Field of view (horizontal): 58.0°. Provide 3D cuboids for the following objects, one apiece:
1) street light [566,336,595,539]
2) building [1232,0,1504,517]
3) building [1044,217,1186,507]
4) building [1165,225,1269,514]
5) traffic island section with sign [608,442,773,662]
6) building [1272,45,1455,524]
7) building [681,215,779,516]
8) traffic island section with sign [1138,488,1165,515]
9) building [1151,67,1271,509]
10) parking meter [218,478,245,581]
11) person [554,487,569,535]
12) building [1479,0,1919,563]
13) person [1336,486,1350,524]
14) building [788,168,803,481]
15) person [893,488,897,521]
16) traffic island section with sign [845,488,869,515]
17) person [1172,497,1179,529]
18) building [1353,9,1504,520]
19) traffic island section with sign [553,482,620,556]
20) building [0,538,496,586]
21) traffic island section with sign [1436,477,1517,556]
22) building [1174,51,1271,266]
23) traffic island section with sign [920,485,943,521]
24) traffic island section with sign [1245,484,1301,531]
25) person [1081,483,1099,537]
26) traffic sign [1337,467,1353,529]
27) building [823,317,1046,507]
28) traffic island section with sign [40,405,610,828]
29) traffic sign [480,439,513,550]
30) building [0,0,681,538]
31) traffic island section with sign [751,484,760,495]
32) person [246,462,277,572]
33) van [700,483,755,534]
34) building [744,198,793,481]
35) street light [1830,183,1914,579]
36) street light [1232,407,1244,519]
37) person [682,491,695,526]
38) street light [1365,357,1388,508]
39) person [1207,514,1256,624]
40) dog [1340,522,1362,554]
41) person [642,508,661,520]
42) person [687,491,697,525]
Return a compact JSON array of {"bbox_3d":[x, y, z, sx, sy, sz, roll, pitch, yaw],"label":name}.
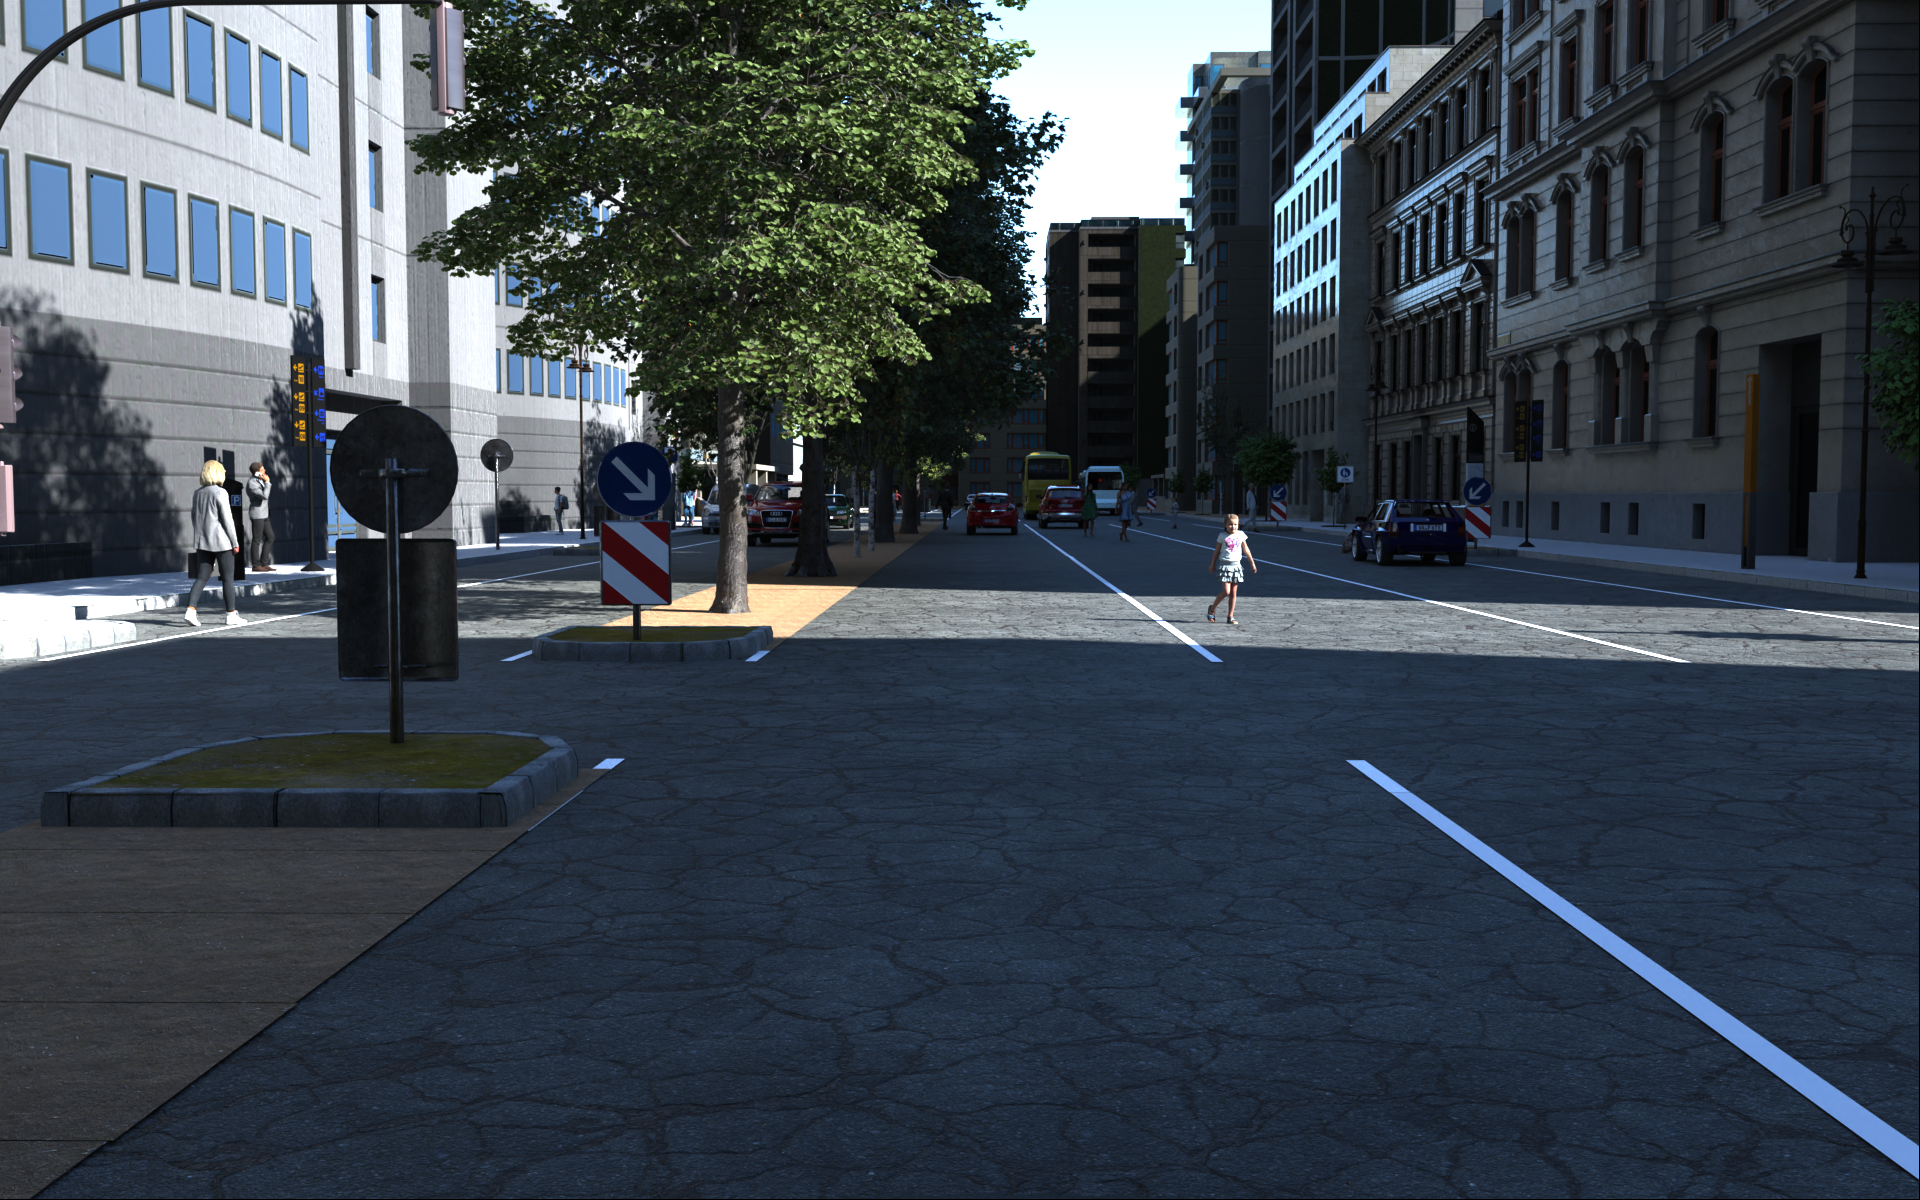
[{"bbox_3d":[-10.779,-4.681,49.325,0.468,5.910,1.993,0,4,1],"label":"street light"},{"bbox_3d":[27.703,-40.462,99.803,20.563,71.187,20.611,0,4,1],"label":"building"},{"bbox_3d":[16.126,-25.168,183.205,14.107,30.474,14.160,0,4,1],"label":"building"},{"bbox_3d":[30.358,-17.184,125.996,27.650,21.520,28.899,0,4,1],"label":"building"},{"bbox_3d":[-2.819,-0.465,15.740,2.006,1.907,1.989,0,4,1],"label":"traffic island section with sign"},{"bbox_3d":[21.564,-13.935,82.595,10.420,20.320,16.860,0,4,1],"label":"building"},{"bbox_3d":[-27.728,-25.212,104.094,32.217,40.220,23.993,0,4,1],"label":"building"},{"bbox_3d":[12.835,-6.673,117.732,1.989,1.847,2.006,0,4,1],"label":"traffic island section with sign"},{"bbox_3d":[33.552,-28.142,152.004,32.217,40.220,23.993,0,4,1],"label":"building"},{"bbox_3d":[-10.844,-1.060,25.742,0.372,1.533,0.369,0,3,0],"label":"parking meter"},{"bbox_3d":[-12.585,-2.800,54.414,0.503,1.515,0.523,2,4,32],"label":"person"},{"bbox_3d":[22.767,-15.610,42.606,14.401,28.519,23.554,0,4,1],"label":"building"},{"bbox_3d":[16.385,-4.149,73.977,0.635,1.810,0.391,-2,4,-31],"label":"person"},{"bbox_3d":[-25.923,-34.320,150.378,27.495,52.752,28.713,0,4,1],"label":"building"},{"bbox_3d":[-3.569,-4.989,90.640,0.524,1.755,0.480,-1,4,-13],"label":"person"},{"bbox_3d":[-7.479,-6.721,118.514,1.989,1.847,2.006,0,4,1],"label":"traffic island section with sign"},{"bbox_3d":[8.902,-3.615,71.878,0.394,1.301,0.425,-3,4,-39],"label":"person"},{"bbox_3d":[21.928,-12.230,64.586,10.561,19.102,19.286,0,4,1],"label":"building"},{"bbox_3d":[-8.465,-1.993,41.208,1.989,1.847,2.006,0,4,1],"label":"traffic island section with sign"},{"bbox_3d":[-22.899,-29.867,30.326,21.231,58.520,28.212,0,4,1],"label":"building"},{"bbox_3d":[11.841,-1.965,40.753,1.989,1.847,2.006,0,4,1],"label":"traffic island section with sign"},{"bbox_3d":[38.475,-34.748,187.741,30.456,49.044,23.786,0,4,1],"label":"building"},{"bbox_3d":[-1.865,-5.060,90.872,2.006,1.907,1.989,0,4,1],"label":"traffic island section with sign"},{"bbox_3d":[12.201,-3.613,67.706,1.989,1.847,2.006,0,4,1],"label":"traffic island section with sign"},{"bbox_3d":[4.359,-3.035,58.377,0.600,1.795,0.529,-1,4,-21],"label":"person"},{"bbox_3d":[14.079,-3.744,63.338,0.606,2.300,0.079,1,4,9],"label":"traffic sign"},{"bbox_3d":[-5.460,-21.146,190.783,28.899,21.520,27.650,0,4,1],"label":"building"},{"bbox_3d":[-2.924,-0.012,8.333,2.006,1.907,1.989,0,4,1],"label":"traffic island section with sign"},{"bbox_3d":[-10.657,-2.431,39.860,0.768,2.556,0.104,0,4,2],"label":"traffic sign"},{"bbox_3d":[-23.882,-32.079,66.486,21.231,58.520,28.212,0,4,1],"label":"building"},{"bbox_3d":[-8.122,-3.641,68.161,1.989,1.847,2.006,0,4,1],"label":"traffic island section with sign"},{"bbox_3d":[-11.543,-1.370,28.621,0.473,1.802,0.592,0,4,1],"label":"person"},{"bbox_3d":[-8.405,-3.447,63.369,2.013,2.044,4.112,0,3,0],"label":"van"},{"bbox_3d":[-19.605,-28.917,122.897,14.600,45.320,14.200,0,4,1],"label":"building"},{"bbox_3d":[13.716,-3.267,26.200,0.468,5.910,1.993,0,4,1],"label":"street light"},{"bbox_3d":[14.518,-7.202,90.545,0.468,5.910,1.993,0,4,1],"label":"street light"},{"bbox_3d":[-11.070,-3.933,70.606,0.793,1.790,0.793,1,4,21],"label":"person"},{"bbox_3d":[14.054,-5.245,58.543,0.468,5.910,1.993,0,4,1],"label":"street light"},{"bbox_3d":[3.024,-0.351,19.250,0.505,1.210,0.382,-1,4,-12],"label":"person"},{"bbox_3d":[9.388,-1.531,41.870,0.800,0.831,0.513,2,4,25],"label":"dog"},{"bbox_3d":[-8.146,-2.210,45.470,0.563,1.720,0.643,-3,5,-43],"label":"person"},{"bbox_3d":[-11.113,-3.999,71.436,0.555,1.821,0.388,2,4,29],"label":"person"}]
